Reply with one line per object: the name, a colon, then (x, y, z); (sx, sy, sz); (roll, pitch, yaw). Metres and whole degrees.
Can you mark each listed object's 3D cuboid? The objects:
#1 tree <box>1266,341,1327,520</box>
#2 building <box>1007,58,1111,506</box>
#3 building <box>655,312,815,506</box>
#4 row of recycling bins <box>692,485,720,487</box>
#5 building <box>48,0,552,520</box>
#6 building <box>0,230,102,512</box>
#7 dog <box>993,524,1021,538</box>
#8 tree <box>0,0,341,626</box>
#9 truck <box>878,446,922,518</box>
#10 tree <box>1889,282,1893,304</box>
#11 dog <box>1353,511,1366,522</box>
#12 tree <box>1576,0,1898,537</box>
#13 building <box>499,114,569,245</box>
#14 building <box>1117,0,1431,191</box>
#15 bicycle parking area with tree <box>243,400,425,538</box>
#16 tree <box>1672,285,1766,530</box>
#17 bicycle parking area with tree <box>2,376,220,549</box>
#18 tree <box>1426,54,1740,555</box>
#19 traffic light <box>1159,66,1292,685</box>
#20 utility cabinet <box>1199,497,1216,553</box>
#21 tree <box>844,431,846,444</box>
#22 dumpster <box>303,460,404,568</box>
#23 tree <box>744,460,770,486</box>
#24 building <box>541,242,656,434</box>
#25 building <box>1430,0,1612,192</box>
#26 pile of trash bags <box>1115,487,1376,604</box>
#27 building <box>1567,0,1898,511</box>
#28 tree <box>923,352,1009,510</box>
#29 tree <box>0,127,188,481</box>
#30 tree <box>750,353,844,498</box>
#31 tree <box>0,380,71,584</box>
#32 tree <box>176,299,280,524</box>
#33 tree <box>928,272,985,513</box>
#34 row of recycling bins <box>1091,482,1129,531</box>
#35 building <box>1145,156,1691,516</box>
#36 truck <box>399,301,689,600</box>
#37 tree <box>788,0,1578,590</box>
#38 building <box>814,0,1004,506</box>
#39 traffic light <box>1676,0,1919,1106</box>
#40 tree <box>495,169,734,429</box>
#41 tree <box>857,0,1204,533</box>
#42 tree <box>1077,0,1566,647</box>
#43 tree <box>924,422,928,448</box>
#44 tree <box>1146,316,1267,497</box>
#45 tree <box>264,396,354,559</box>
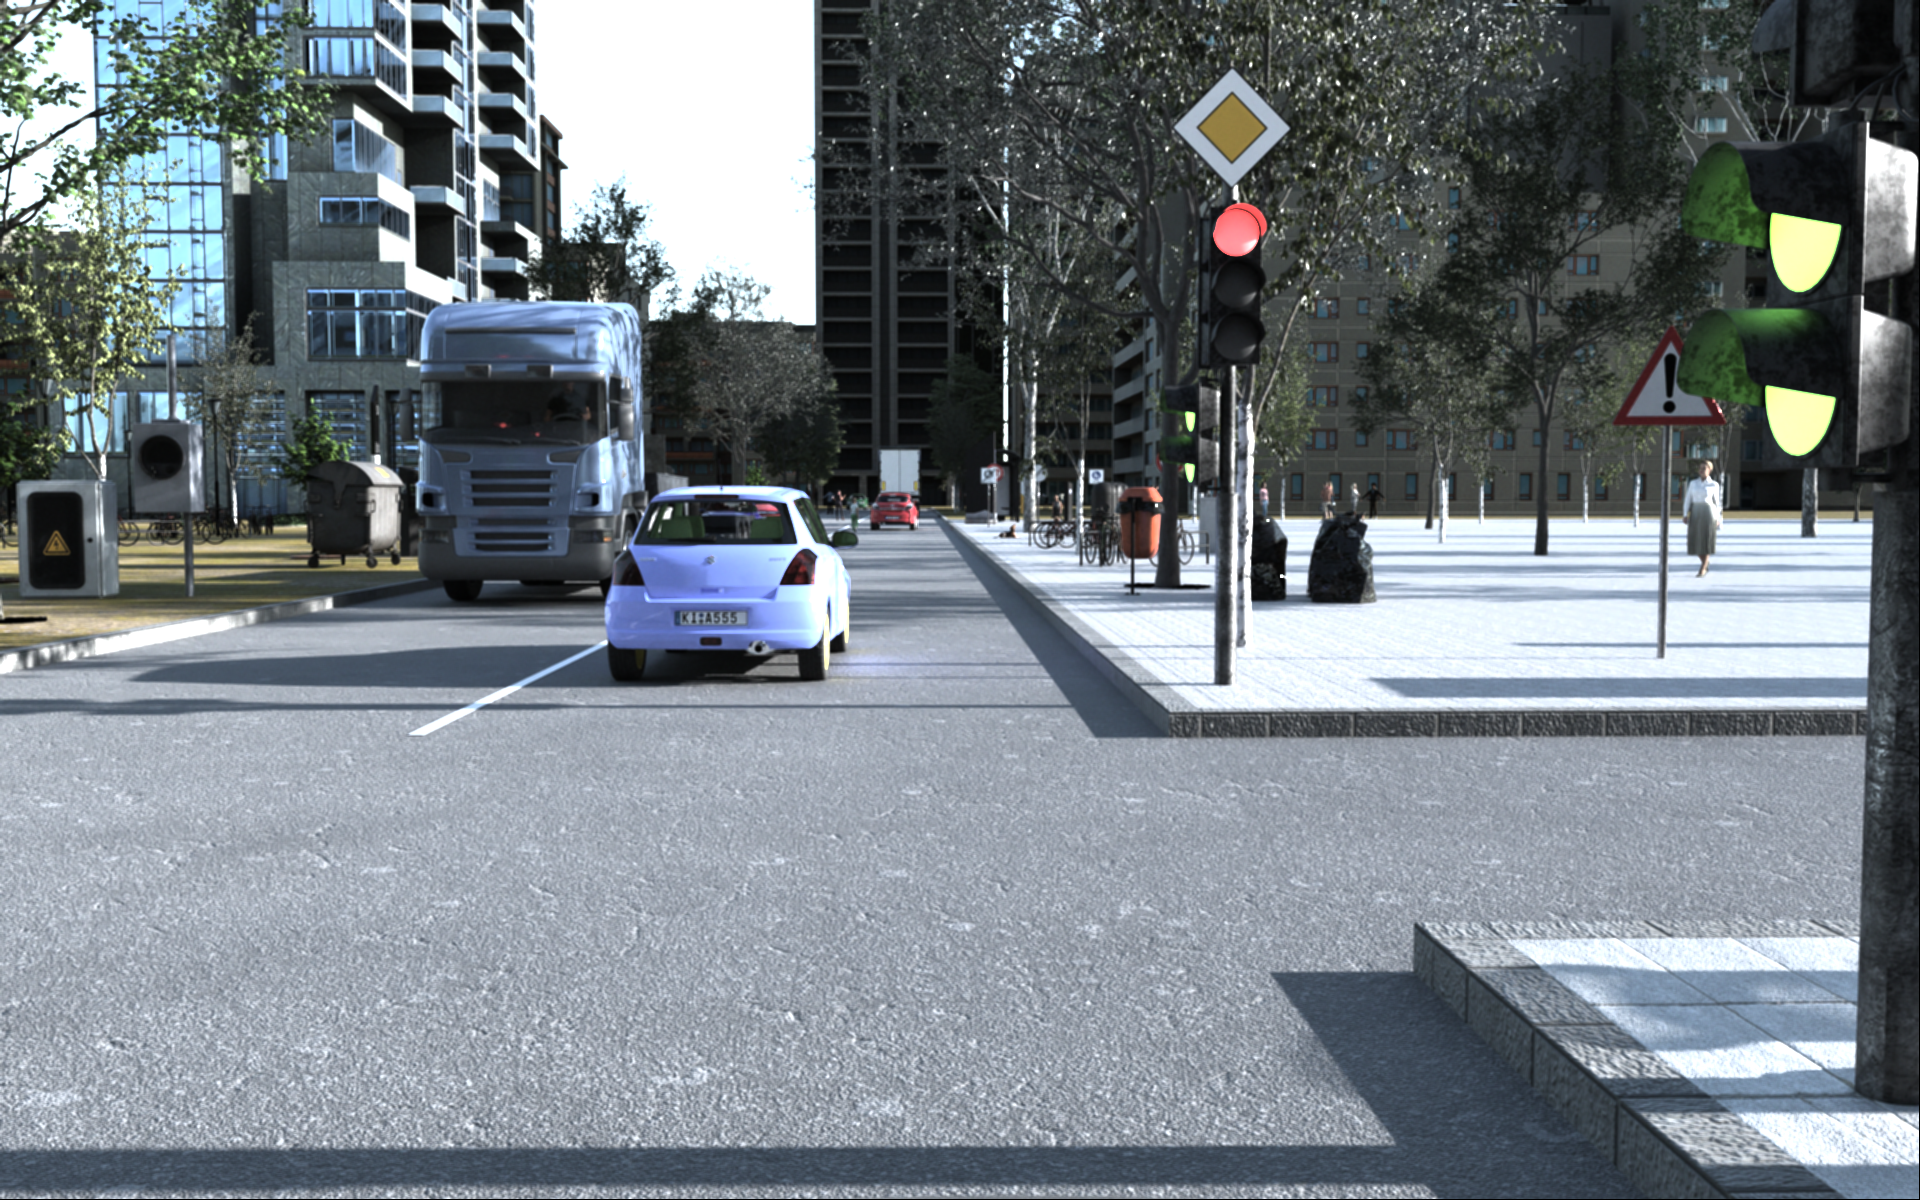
tree: (15.718, -8.183, 84.154); (4.737, 8.622, 4.395); (0, 3, 0)
building: (16.092, -34.966, 195.389); (21.600, 48.544, 21.300); (0, 4, -1)
building: (-30.261, -21.605, 198.275); (28.899, 21.520, 27.650); (0, 4, -1)
row of recycling bins: (-11.264, -4.294, 77.313); (1.069, 1.692, 3.534); (-2, 4, -26)
building: (-36.492, -48.165, 100.166); (22.319, 86.520, 31.000); (0, 4, -1)
building: (-69.721, -17.618, 133.101); (28.899, 21.520, 27.650); (0, 4, -1)
dog: (1.377, -2.019, 50.744); (0.748, 0.427, 0.550); (2, 4, 24)
tree: (-9.810, -5.563, 16.719); (9.928, 11.665, 9.643); (0, 3, 0)
truck: (-3.693, -7.197, 106.580); (2.839, 4.237, 11.283); (0, 4, -2)
tree: (22.327, -5.349, 37.819); (4.737, 8.622, 4.395); (0, 3, 0)
dog: (18.055, -3.767, 78.422); (0.540, 0.507, 0.406); (-1, 4, -17)
tree: (24.495, -11.873, 50.009); (12.611, 20.169, 13.585); (0, 3, 0)
building: (-59.427, -32.959, 193.504); (28.867, 44.769, 22.147); (0, 4, -1)
building: (24.054, -31.460, 138.079); (21.300, 48.544, 21.600); (0, 4, -1)
bicycle parking area with tree: (-19.923, -4.034, 52.959); (8.231, 4.147, 9.016); (0, 4, 4)
tree: (26.762, -6.779, 61.192); (4.360, 8.622, 3.978); (0, 3, 0)
bicycle parking area with tree: (-23.902, -3.482, 43.931); (9.016, 4.147, 8.231); (-2, 4, -33)
tree: (12.514, -6.224, 36.181); (7.601, 10.594, 8.767); (-2, 4, -28)
traffic light: (1.772, -1.385, 11.572); (0.839, 4.253, 0.868); (0, 4, -1)
utility cabinet: (5.675, -1.606, 37.412); (1.020, 1.237, 0.306); (3, 5, 39)
tree: (-13.558, -14.296, 151.873); (7.486, 12.596, 7.792); (0, 3, 0)
dumpster: (-10.693, -1.517, 30.558); (1.264, 1.857, 1.865); (0, 4, -2)
tree: (-11.660, -6.382, 98.941); (1.663, 3.219, 1.824); (0, 3, 0)
building: (-40.486, -17.682, 134.133); (28.899, 21.520, 27.650); (0, 4, -1)
building: (43.751, -28.075, 142.627); (14.086, 41.232, 14.154); (0, 4, -1)
pile of trash bags: (3.564, -0.727, 21.632); (3.447, 1.369, 1.912); (2, 4, 26)
building: (62.696, -31.514, 138.950); (21.600, 48.544, 21.300); (0, 4, -1)
tree: (0.469, -13.501, 138.876); (7.486, 12.596, 7.792); (0, 3, 0)
tree: (-17.240, -5.139, 34.393); (4.737, 8.622, 4.395); (0, 3, 0)
tree: (-13.244, -13.369, 136.714); (7.486, 12.596, 7.792); (0, 3, 0)
tree: (-14.024, -1.857, 24.969); (1.663, 3.219, 1.824); (0, 3, 0)
tree: (-27.374, -7.012, 65.009); (4.360, 8.622, 3.978); (0, 3, 0)
tree: (2.333, -5.272, 36.554); (4.360, 8.622, 3.978); (0, 3, 0)
row of recycling bins: (5.259, -3.221, 59.775); (1.069, 1.692, 3.534); (1, 4, 16)
building: (27.898, -16.435, 113.749); (27.650, 21.520, 28.899); (0, 4, -1)
truck: (-5.761, -2.479, 30.290); (2.967, 4.110, 18.799); (0, 4, -1)
tree: (2.946, -6.915, 23.427); (12.009, 13.543, 11.850); (0, 3, 0)
building: (-5.386, -46.127, 192.436); (20.611, 71.187, 20.563); (0, 4, -1)
traffic light: (1.977, -0.897, 3.589); (0.839, 4.253, 0.868); (0, 4, -1)
tree: (-10.473, -7.045, 49.600); (7.601, 10.594, 8.767); (1, 4, 15)
tree: (3.768, -12.293, 56.881); (12.611, 20.169, 13.585); (0, 3, 0)
tree: (2.611, -3.914, 14.358); (4.360, 8.622, 3.978); (0, 3, 0)
tree: (-0.331, -10.119, 115.809); (4.360, 8.622, 3.978); (0, 3, 0)
tree: (9.610, -7.270, 69.222); (4.737, 8.622, 4.395); (0, 3, 0)
tree: (-12.898, -2.429, 34.310); (1.663, 3.219, 1.824); (0, 3, 0)
